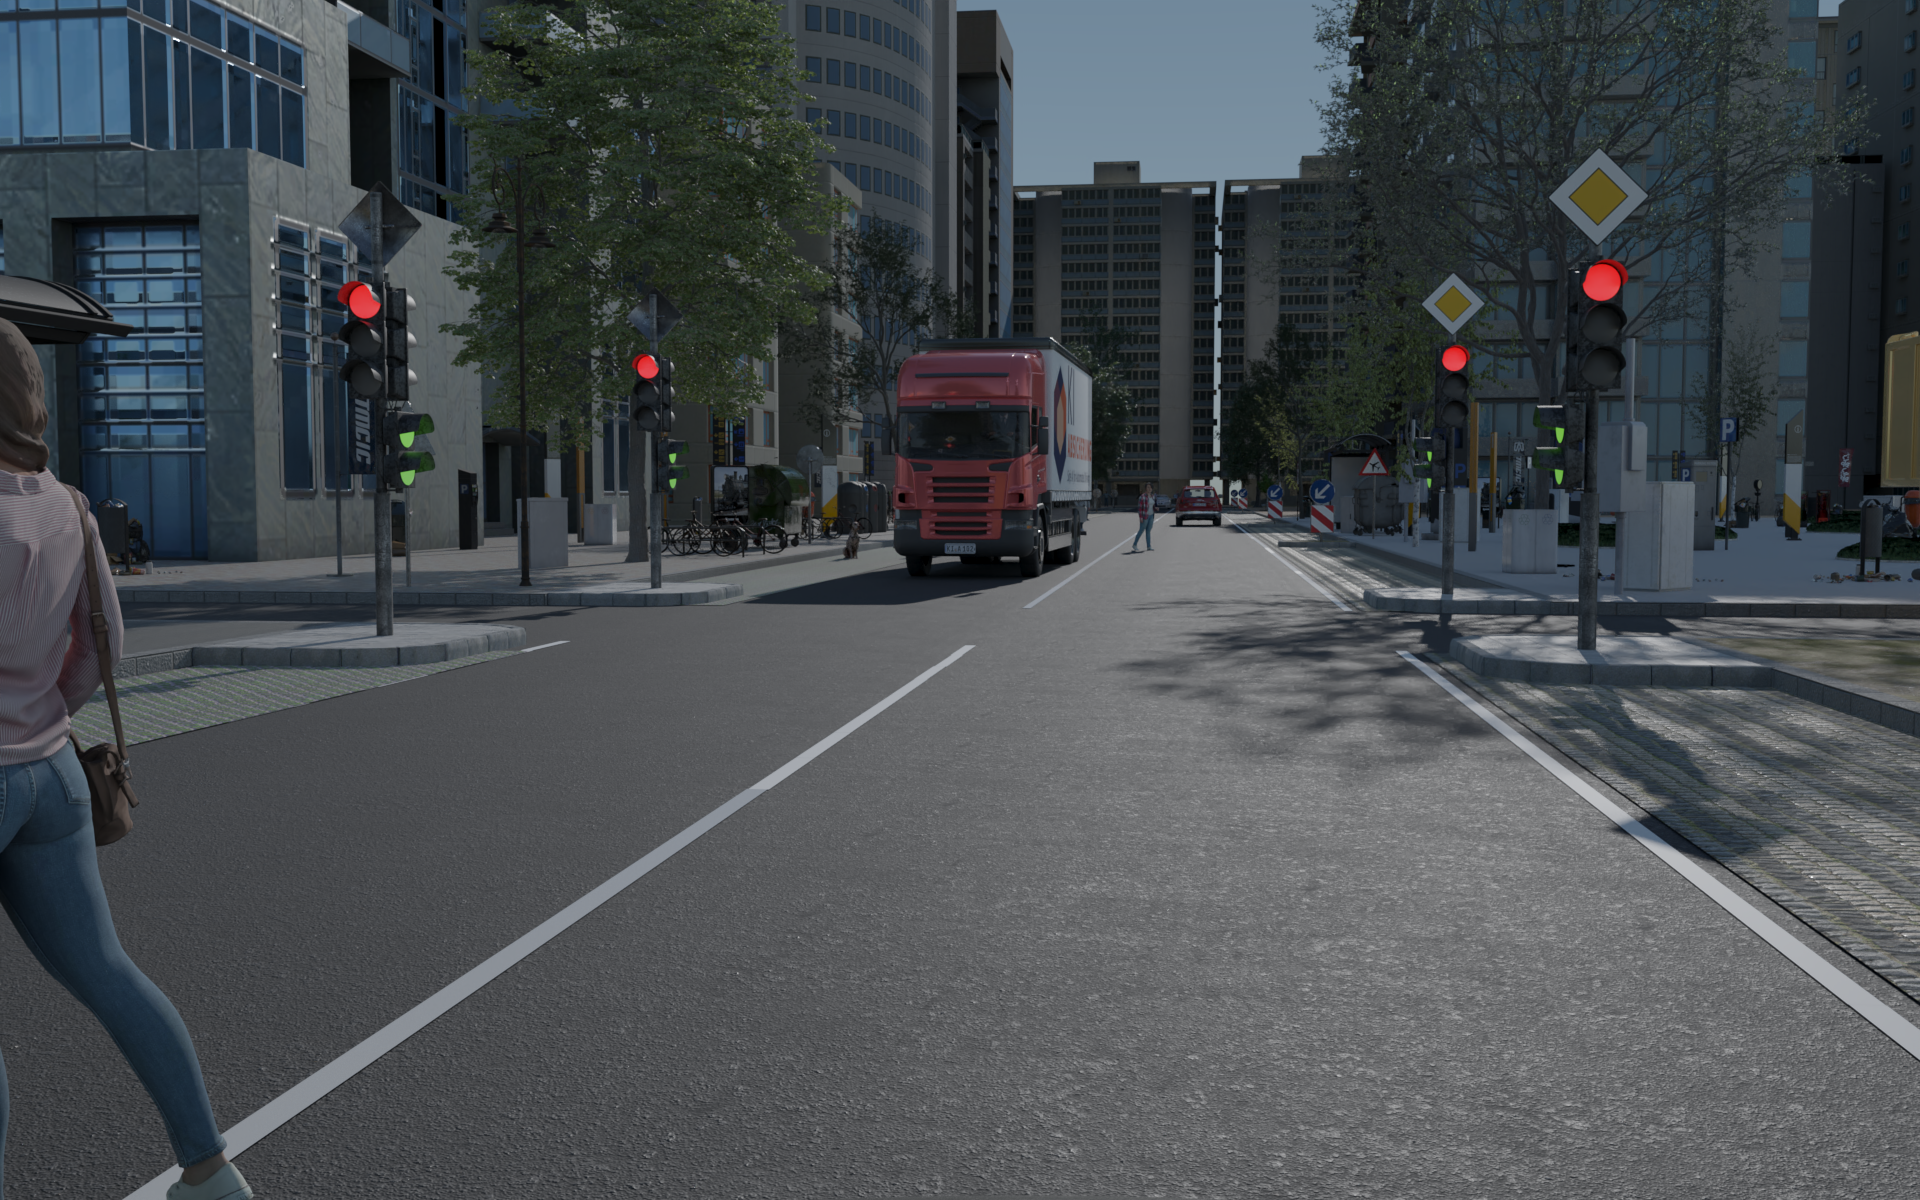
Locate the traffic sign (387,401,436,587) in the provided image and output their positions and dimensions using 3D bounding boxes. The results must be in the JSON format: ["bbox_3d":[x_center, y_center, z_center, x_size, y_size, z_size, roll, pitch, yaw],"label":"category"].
[{"bbox_3d":[-7.623,-1.460,23.876,0.884,2.594,0.081,1,4,17],"label":"traffic sign"}]

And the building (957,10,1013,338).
[{"bbox_3d":[-2.889,-31.180,159.903,14.200,45.320,14.600,0,4,8],"label":"building"}]

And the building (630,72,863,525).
[{"bbox_3d":[-21.252,-14.793,86.898,27.650,21.520,28.899,0,4,8],"label":"building"}]

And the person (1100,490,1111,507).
[{"bbox_3d":[15.196,-10.480,179.930,1.350,1.814,0.705,0,4,3],"label":"person"}]

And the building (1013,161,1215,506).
[{"bbox_3d":[18.393,-31.379,204.923,23.993,40.220,32.217,0,4,8],"label":"building"}]

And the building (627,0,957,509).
[{"bbox_3d":[-12.522,-35.041,114.915,21.231,58.520,28.212,0,4,8],"label":"building"}]

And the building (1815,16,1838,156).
[{"bbox_3d":[90.118,-36.926,192.977,27.495,52.752,28.713,0,4,8],"label":"building"}]

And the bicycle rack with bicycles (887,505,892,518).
[{"bbox_3d":[-2.750,-4.299,83.670,2.852,0.926,2.925,1,4,14],"label":"bicycle rack with bicycles"}]

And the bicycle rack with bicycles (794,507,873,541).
[{"bbox_3d":[-4.288,-2.172,48.891,2.925,0.926,2.852,3,4,37],"label":"bicycle rack with bicycles"}]

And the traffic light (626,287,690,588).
[{"bbox_3d":[-4.128,-2.116,23.512,0.839,4.253,0.868,0,4,8],"label":"traffic light"}]

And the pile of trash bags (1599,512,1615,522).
[{"bbox_3d":[26.777,-4.022,75.505,3.447,1.369,1.912,-2,4,-24],"label":"pile of trash bags"}]

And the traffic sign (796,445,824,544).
[{"bbox_3d":[-3.878,-2.722,44.613,0.768,2.556,0.104,1,4,17],"label":"traffic sign"}]

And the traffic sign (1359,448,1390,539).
[{"bbox_3d":[11.787,-3.015,49.304,0.884,2.594,0.081,1,4,10],"label":"traffic sign"}]

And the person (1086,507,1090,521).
[{"bbox_3d":[6.700,-5.190,93.213,0.638,1.841,0.748,-3,4,-37],"label":"person"}]

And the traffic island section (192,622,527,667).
[{"bbox_3d":[-5.242,0.400,15.739,2.009,0.180,2.903,0,4,8],"label":"traffic island section"}]

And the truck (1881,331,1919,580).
[{"bbox_3d":[14.461,-1.262,16.551,9.791,3.379,3.469,1,4,10],"label":"truck"}]

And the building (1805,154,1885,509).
[{"bbox_3d":[70.208,-23.194,150.929,14.107,30.474,14.160,0,4,8],"label":"building"}]

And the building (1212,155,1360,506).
[{"bbox_3d":[42.090,-31.147,201.130,23.993,40.220,32.217,0,4,8],"label":"building"}]

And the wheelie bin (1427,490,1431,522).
[{"bbox_3d":[21.890,-4.397,79.798,0.980,1.594,0.693,1,4,14],"label":"wheelie bin"}]

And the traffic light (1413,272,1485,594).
[{"bbox_3d":[6.241,-2.031,22.123,0.839,4.253,0.868,0,4,8],"label":"traffic light"}]

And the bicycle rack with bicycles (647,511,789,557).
[{"bbox_3d":[-5.287,-1.394,36.170,2.925,0.926,2.852,1,4,8],"label":"bicycle rack with bicycles"}]

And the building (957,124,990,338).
[{"bbox_3d":[-5.408,-22.289,136.121,14.160,30.474,14.107,0,4,8],"label":"building"}]

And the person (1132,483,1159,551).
[{"bbox_3d":[4.723,-2.119,43.989,0.563,1.720,0.643,-3,4,-39],"label":"person"}]

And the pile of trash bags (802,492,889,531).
[{"bbox_3d":[-4.109,-3.097,60.384,3.447,1.369,1.912,1,4,23],"label":"pile of trash bags"}]

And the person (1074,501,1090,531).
[{"bbox_3d":[4.664,-3.566,66.646,0.661,1.843,0.795,-2,4,-24],"label":"person"}]

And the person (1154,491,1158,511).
[{"bbox_3d":[16.985,-8.595,149.966,0.436,1.711,0.756,1,4,17],"label":"person"}]

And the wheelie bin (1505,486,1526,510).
[{"bbox_3d":[21.555,-3.625,67.184,0.693,1.594,0.980,2,4,32],"label":"wheelie bin"}]

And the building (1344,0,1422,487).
[{"bbox_3d":[44.168,-30.042,145.810,22.147,44.769,28.867,0,4,8],"label":"building"}]

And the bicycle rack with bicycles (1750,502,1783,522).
[{"bbox_3d":[37.710,-4.143,81.123,2.852,0.926,2.925,2,4,35],"label":"bicycle rack with bicycles"}]

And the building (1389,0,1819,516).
[{"bbox_3d":[42.015,-30.325,115.419,23.786,49.044,30.456,0,4,8],"label":"building"}]

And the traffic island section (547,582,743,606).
[{"bbox_3d":[-4.166,-0.084,23.652,2.009,0.180,2.903,0,4,8],"label":"traffic island section"}]

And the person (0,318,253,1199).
[{"bbox_3d":[-1.695,0.361,3.193,0.643,1.750,0.593,1,4,10],"label":"person"}]

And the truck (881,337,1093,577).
[{"bbox_3d":[0.824,-2.723,33.437,2.839,4.237,11.283,1,4,9],"label":"truck"}]

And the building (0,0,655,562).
[{"bbox_3d":[-22.204,-44.902,46.817,22.319,86.520,31.000,0,4,8],"label":"building"}]

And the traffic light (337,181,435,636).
[{"bbox_3d":[-5.203,-1.632,15.599,0.839,4.253,0.868,0,4,8],"label":"traffic light"}]

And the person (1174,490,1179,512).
[{"bbox_3d":[17.784,-8.130,141.977,0.434,1.755,0.990,1,4,10],"label":"person"}]

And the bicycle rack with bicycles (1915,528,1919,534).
[{"bbox_3d":[27.467,-2.040,46.734,2.925,0.926,2.852,-1,4,-11],"label":"bicycle rack with bicycles"}]

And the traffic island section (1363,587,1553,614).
[{"bbox_3d":[6.279,0.003,22.232,2.009,0.180,2.903,0,4,8],"label":"traffic island section"}]

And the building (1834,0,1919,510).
[{"bbox_3d":[87.597,-31.842,144.323,21.600,48.544,21.300,0,4,8],"label":"building"}]

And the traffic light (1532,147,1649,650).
[{"bbox_3d":[5.165,-1.547,14.211,0.839,4.253,0.868,0,4,8],"label":"traffic light"}]

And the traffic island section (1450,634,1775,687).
[{"bbox_3d":[5.203,0.487,14.319,2.009,0.180,2.903,0,4,8],"label":"traffic island section"}]

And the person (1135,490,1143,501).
[{"bbox_3d":[13.986,-7.667,134.377,0.721,1.766,1.217,3,5,42],"label":"person"}]
